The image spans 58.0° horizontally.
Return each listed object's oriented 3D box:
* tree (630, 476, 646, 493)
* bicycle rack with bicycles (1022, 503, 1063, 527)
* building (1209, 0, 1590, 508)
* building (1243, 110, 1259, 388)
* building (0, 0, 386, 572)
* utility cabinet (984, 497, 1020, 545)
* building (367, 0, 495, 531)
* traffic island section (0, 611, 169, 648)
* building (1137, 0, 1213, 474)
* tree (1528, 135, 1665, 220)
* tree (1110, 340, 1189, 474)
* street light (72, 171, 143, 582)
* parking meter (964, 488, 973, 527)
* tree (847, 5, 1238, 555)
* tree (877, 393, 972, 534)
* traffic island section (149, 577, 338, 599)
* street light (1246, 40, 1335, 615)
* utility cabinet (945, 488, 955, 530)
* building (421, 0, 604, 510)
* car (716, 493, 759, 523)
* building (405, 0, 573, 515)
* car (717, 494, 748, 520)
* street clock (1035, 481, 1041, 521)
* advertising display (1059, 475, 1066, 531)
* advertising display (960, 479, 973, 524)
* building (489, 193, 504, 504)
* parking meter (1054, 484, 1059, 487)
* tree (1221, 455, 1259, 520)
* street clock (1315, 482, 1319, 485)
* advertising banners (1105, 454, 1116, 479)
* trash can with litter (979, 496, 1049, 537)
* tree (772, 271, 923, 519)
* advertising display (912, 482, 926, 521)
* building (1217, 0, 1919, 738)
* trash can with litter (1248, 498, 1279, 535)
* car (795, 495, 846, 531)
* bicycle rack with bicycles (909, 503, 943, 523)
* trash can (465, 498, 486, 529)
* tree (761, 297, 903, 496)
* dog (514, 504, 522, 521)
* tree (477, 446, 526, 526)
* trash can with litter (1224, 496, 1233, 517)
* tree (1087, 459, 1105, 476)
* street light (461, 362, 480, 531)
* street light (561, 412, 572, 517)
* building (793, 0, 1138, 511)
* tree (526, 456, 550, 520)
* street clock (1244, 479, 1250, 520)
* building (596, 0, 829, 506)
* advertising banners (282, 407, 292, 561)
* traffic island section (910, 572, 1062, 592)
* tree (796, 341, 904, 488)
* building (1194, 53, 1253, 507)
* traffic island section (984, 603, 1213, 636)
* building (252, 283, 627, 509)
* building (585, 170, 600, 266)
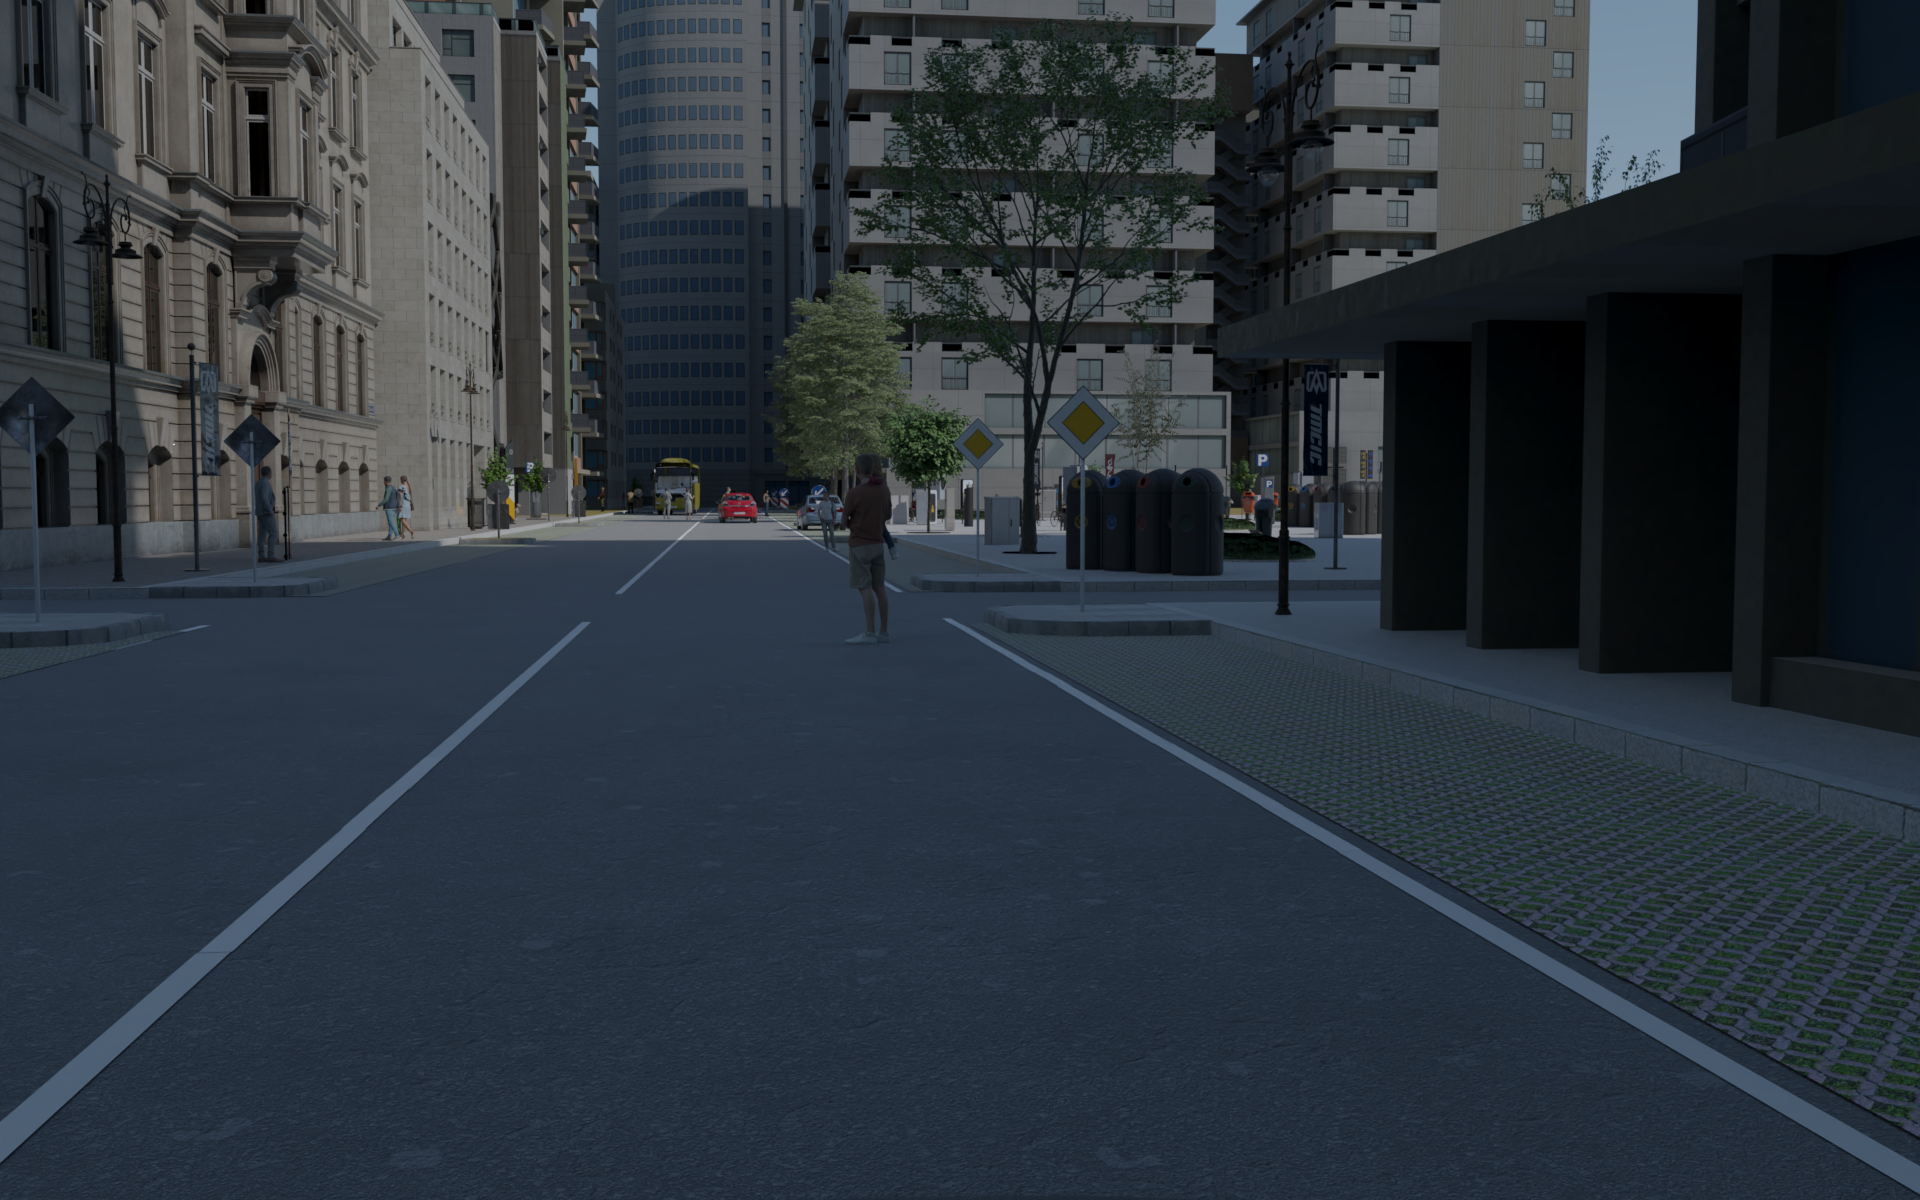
[{"bbox_3d":[-31.251,-10.527,166.716,1.663,3.219,1.824,0,3,0],"label":"tree"},{"bbox_3d":[3.320,-3.378,68.618,2.852,0.926,2.925,2,4,23],"label":"bicycle rack with bicycles"},{"bbox_3d":[41.902,-35.390,167.857,27.495,52.752,28.713,0,4,-8],"label":"building"},{"bbox_3d":[27.857,-35.326,201.285,21.600,48.544,21.300,0,4,-8],"label":"building"},{"bbox_3d":[-22.736,-13.577,41.076,14.460,24.649,34.723,0,4,-8],"label":"building"},{"bbox_3d":[1.071,-1.998,43.837,1.020,1.237,0.306,-3,5,-44],"label":"utility cabinet"},{"bbox_3d":[-24.602,-12.978,66.943,10.420,20.320,16.860,0,4,-8],"label":"building"},{"bbox_3d":[-9.279,0.300,17.374,2.009,0.180,2.903,0,4,-8],"label":"traffic island section"},{"bbox_3d":[3.985,-33.424,135.725,28.713,52.752,27.495,0,4,-8],"label":"building"},{"bbox_3d":[13.660,-5.279,36.666,4.737,8.622,4.395,0,3,0],"label":"tree"},{"bbox_3d":[8.916,-8.162,83.806,4.360,8.622,3.978,0,3,0],"label":"tree"},{"bbox_3d":[-12.337,-3.207,25.217,0.468,5.910,1.993,0,4,-8],"label":"street light"},{"bbox_3d":[0.335,-3.645,68.014,0.372,1.533,0.369,0,3,0],"label":"parking meter"},{"bbox_3d":[1.650,-6.799,36.916,9.928,11.665,9.643,0,3,0],"label":"tree"},{"bbox_3d":[-1.100,-4.461,56.659,4.285,4.588,4.351,0,3,0],"label":"tree"},{"bbox_3d":[-10.330,-0.184,25.290,2.009,0.180,2.903,0,4,-8],"label":"traffic island section"},{"bbox_3d":[3.442,-2.781,18.263,0.468,5.910,1.993,0,4,-8],"label":"street light"},{"bbox_3d":[-0.373,-3.179,60.651,0.318,1.500,1.173,0,4,-3],"label":"utility cabinet"},{"bbox_3d":[-37.969,-28.845,126.236,22.147,44.769,28.867,0,4,-8],"label":"building"},{"bbox_3d":[-11.092,-4.734,86.446,2.155,1.783,4.494,-1,4,-9],"label":"car"},{"bbox_3d":[-31.566,-20.421,105.587,14.160,30.474,14.107,0,4,-8],"label":"building"},{"bbox_3d":[-12.822,-5.382,98.213,2.015,1.641,3.980,0,4,-6],"label":"car"},{"bbox_3d":[3.767,-4.863,84.073,0.358,2.002,0.471,0,4,-7],"label":"street clock"},{"bbox_3d":[3.747,-3.380,60.481,0.123,1.923,0.974,2,4,34],"label":"advertising display"},{"bbox_3d":[0.294,-4.213,74.093,0.123,1.923,0.974,2,4,28],"label":"advertising display"},{"bbox_3d":[-30.857,-13.195,83.188,16.820,18.784,16.811,0,4,-8],"label":"building"},{"bbox_3d":[5.582,-5.765,99.969,0.255,1.863,0.399,0,4,-6],"label":"parking meter"},{"bbox_3d":[14.130,-5.600,86.165,1.663,3.219,1.824,0,3,0],"label":"tree"},{"bbox_3d":[21.686,-6.162,105.327,0.358,2.002,0.471,1,4,18],"label":"street clock"},{"bbox_3d":[5.956,-4.881,75.986,2.074,3.025,0.090,3,5,39],"label":"advertising banners"},{"bbox_3d":[1.480,-2.500,51.933,1.678,1.210,2.233,-3,5,-40],"label":"trash can with litter"},{"bbox_3d":[-5.681,-10.387,87.949,7.486,12.596,7.792,0,3,0],"label":"tree"},{"bbox_3d":[-1.952,-4.710,82.220,0.123,1.923,0.974,-3,5,-39],"label":"advertising display"},{"bbox_3d":[15.189,-21.368,3.998,22.147,44.769,28.867,0,4,-8],"label":"building"},{"bbox_3d":[8.478,-2.273,48.557,0.624,1.170,1.055,2,4,30],"label":"trash can with litter"},{"bbox_3d":[-5.525,-3.480,68.898,2.014,1.417,4.499,-1,4,-9],"label":"car"},{"bbox_3d":[-2.224,-3.936,77.741,2.852,0.926,2.925,3,4,37],"label":"bicycle rack with bicycles"},{"bbox_3d":[-17.799,-3.182,63.675,0.748,1.137,0.748,0,3,0],"label":"trash can"},{"bbox_3d":[-8.226,-12.670,113.807,9.857,13.997,8.962,0,3,0],"label":"tree"},{"bbox_3d":[-21.379,-4.189,82.870,0.513,0.831,0.800,-3,5,-44],"label":"dog"},{"bbox_3d":[-18.523,-4.590,69.644,1.663,3.219,1.824,0,3,0],"label":"tree"},{"bbox_3d":[13.788,-4.820,90.194,0.624,1.170,1.055,2,4,26],"label":"trash can with litter"},{"bbox_3d":[7.532,-6.256,96.885,1.663,3.219,1.824,0,3,0],"label":"tree"},{"bbox_3d":[-17.044,-5.360,60.424,0.468,5.910,1.993,0,4,-8],"label":"street light"},{"bbox_3d":[-21.795,-7.536,95.998,0.468,5.910,1.993,0,4,-8],"label":"street light"},{"bbox_3d":[-0.737,-35.119,163.436,28.713,52.752,27.495,0,4,-8],"label":"building"},{"bbox_3d":[-21.365,-5.660,87.148,1.663,3.219,1.824,0,3,0],"label":"tree"},{"bbox_3d":[13.423,-4.669,80.907,0.358,2.002,0.471,1,4,10],"label":"street clock"},{"bbox_3d":[-25.833,-39.881,194.051,28.212,58.520,21.231,0,4,-8],"label":"building"},{"bbox_3d":[-13.292,-2.328,34.249,0.090,3.025,2.074,-1,4,-17],"label":"advertising banners"},{"bbox_3d":[0.319,-0.270,26.693,2.009,0.180,2.903,0,4,-8],"label":"traffic island section"},{"bbox_3d":[-5.890,-10.139,100.179,7.601,10.594,8.767,-2,4,-33],"label":"tree"},{"bbox_3d":[20.076,-31.998,173.276,14.200,45.320,14.600,0,4,-8],"label":"building"},{"bbox_3d":[1.370,0.214,18.777,2.009,0.180,2.903,0,4,-8],"label":"traffic island section"},{"bbox_3d":[-46.109,-19.167,158.415,28.899,21.520,27.650,0,4,-8],"label":"building"},{"bbox_3d":[-52.322,-30.821,195.804,23.993,40.220,32.217,0,4,-8],"label":"building"}]
